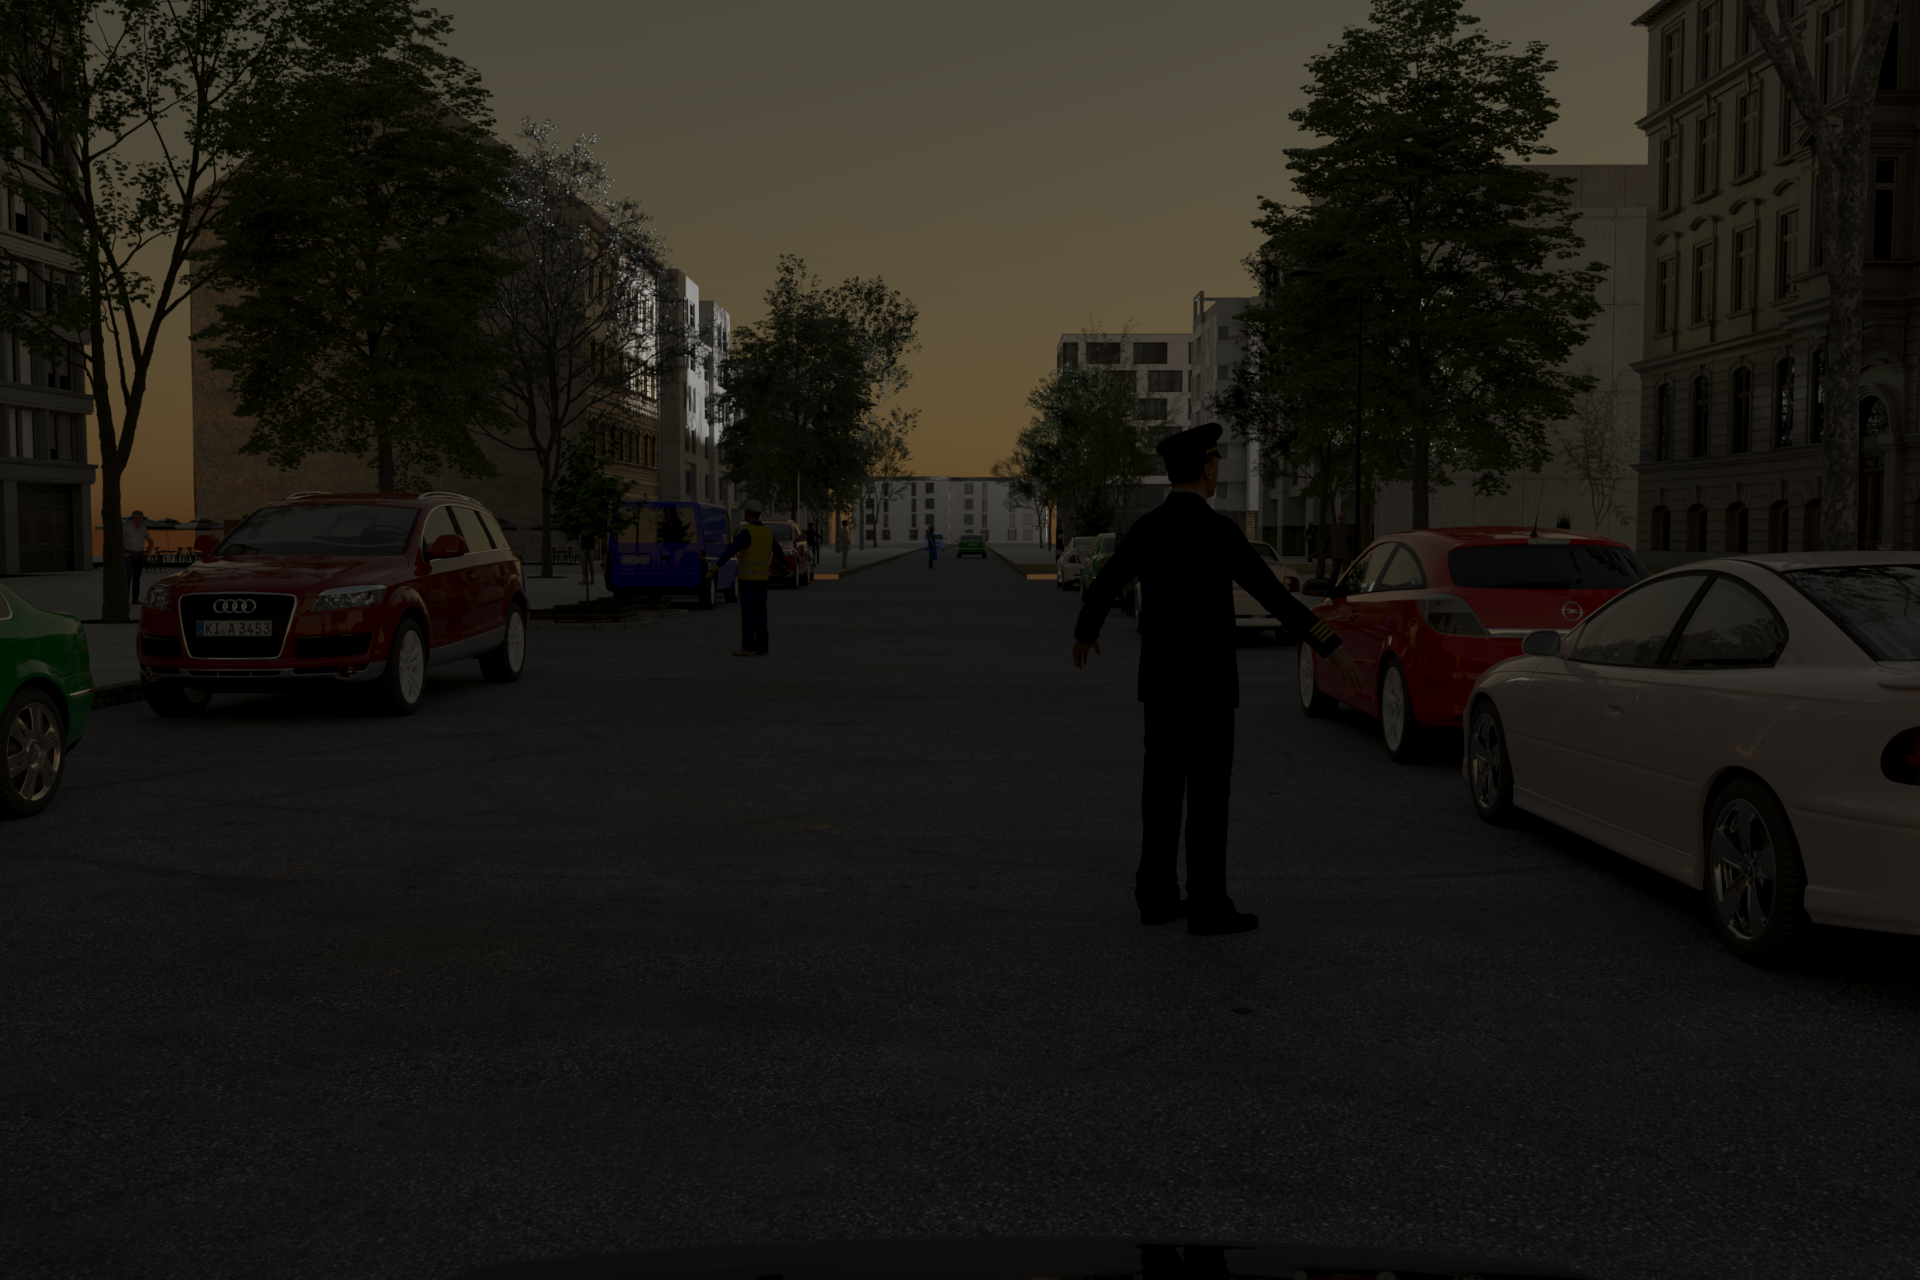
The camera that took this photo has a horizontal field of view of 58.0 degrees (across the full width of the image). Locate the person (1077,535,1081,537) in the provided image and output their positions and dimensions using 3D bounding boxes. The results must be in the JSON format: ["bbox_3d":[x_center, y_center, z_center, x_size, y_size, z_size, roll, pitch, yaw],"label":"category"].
[{"bbox_3d":[5.777,-4.450,78.890,1.348,1.813,0.705,-2,4,-34],"label":"person"}]

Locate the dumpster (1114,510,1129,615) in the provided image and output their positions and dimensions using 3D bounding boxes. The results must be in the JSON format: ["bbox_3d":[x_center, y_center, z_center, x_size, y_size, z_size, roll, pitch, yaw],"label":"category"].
[{"bbox_3d":[3.685,-1.407,31.224,1.865,1.857,1.264,0,4,1],"label":"dumpster"}]

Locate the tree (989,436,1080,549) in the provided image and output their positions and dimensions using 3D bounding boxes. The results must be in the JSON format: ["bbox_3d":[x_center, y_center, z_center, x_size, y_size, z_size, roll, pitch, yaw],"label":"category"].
[{"bbox_3d":[7.026,-13.313,152.081,8.767,10.594,7.601,-2,4,-28],"label":"tree"}]

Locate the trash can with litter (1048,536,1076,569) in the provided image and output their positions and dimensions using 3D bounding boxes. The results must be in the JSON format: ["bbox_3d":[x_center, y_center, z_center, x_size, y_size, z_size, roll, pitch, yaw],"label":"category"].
[{"bbox_3d":[4.079,-3.162,62.750,1.678,1.210,2.233,0,4,-2],"label":"trash can with litter"}]

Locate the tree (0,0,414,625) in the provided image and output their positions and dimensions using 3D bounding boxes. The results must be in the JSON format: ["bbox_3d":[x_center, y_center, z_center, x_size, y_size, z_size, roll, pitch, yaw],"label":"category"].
[{"bbox_3d":[-12.065,-6.054,24.744,9.928,11.665,9.643,0,3,0],"label":"tree"}]

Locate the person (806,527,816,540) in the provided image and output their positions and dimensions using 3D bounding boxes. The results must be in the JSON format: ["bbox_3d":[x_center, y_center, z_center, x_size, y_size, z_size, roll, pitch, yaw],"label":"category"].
[{"bbox_3d":[-7.090,-4.616,81.653,0.705,1.806,1.347,3,4,37],"label":"person"}]

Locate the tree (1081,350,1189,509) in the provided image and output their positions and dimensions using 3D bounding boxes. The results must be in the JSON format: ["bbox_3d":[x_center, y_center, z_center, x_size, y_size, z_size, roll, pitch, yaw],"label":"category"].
[{"bbox_3d":[6.377,-7.251,68.919,4.360,8.622,3.978,0,3,0],"label":"tree"}]

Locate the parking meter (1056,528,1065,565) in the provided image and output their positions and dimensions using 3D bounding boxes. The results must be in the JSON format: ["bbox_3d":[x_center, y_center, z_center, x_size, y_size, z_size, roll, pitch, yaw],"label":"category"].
[{"bbox_3d":[4.203,-3.931,72.690,0.372,1.533,0.369,0,3,0],"label":"parking meter"}]

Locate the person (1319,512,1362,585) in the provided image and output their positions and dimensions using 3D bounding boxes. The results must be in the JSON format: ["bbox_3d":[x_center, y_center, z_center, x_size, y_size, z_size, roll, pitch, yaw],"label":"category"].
[{"bbox_3d":[8.352,-1.916,37.918,0.990,1.755,0.434,3,4,38],"label":"person"}]

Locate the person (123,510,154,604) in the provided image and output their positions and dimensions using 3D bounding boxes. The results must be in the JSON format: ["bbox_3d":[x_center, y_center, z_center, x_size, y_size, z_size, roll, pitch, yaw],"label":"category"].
[{"bbox_3d":[-14.992,-1.501,31.524,0.436,1.711,0.756,3,5,43],"label":"person"}]

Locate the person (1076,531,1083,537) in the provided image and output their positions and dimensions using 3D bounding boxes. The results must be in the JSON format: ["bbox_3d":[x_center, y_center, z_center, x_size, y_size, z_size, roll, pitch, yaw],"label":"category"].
[{"bbox_3d":[6.038,-4.943,86.961,0.704,1.812,1.346,0,4,-2],"label":"person"}]

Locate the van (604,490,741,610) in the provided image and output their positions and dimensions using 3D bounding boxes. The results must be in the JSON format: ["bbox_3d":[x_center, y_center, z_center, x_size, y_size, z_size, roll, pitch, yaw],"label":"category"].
[{"bbox_3d":[-5.595,-1.841,34.485,2.240,2.365,5.245,0,3,0],"label":"van"}]

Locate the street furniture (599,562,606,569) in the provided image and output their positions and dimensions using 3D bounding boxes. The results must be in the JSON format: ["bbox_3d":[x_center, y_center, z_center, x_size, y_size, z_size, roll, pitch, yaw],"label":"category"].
[{"bbox_3d":[-11.363,-3.242,68.630,5.734,0.657,10.072,0,4,-3],"label":"street furniture"}]

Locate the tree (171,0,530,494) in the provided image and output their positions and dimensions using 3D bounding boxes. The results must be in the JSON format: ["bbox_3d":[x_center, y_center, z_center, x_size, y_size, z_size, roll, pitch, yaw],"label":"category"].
[{"bbox_3d":[-12.324,-7.206,35.940,7.486,12.596,7.792,0,3,0],"label":"tree"}]

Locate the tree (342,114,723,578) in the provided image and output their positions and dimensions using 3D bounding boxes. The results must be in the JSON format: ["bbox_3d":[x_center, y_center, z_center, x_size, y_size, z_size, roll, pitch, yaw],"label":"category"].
[{"bbox_3d":[-12.053,-8.563,50.367,12.009,13.543,11.850,0,3,0],"label":"tree"}]

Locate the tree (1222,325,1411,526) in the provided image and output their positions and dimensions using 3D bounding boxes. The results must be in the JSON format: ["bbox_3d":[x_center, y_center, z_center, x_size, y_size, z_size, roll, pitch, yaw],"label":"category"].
[{"bbox_3d":[15.293,-8.352,70.964,8.767,10.594,7.601,-2,4,-32],"label":"tree"}]

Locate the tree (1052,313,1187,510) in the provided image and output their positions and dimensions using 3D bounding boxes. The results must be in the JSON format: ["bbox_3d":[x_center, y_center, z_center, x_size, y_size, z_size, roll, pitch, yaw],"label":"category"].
[{"bbox_3d":[4.791,-6.614,58.497,4.360,8.622,3.978,0,3,0],"label":"tree"}]

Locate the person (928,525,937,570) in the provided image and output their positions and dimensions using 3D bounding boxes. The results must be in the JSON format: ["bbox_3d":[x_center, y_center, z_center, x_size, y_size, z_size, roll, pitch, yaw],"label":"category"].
[{"bbox_3d":[-1.116,-3.756,69.989,0.704,1.817,1.347,0,4,0],"label":"person"}]

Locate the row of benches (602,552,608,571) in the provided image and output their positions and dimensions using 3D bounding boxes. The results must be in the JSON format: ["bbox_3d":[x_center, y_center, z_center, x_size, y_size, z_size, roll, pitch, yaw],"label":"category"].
[{"bbox_3d":[-11.708,-2.680,59.284,1.422,0.672,4.104,-1,4,-18],"label":"row of benches"}]

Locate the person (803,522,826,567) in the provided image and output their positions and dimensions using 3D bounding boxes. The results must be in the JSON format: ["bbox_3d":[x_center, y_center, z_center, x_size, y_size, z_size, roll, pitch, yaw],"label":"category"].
[{"bbox_3d":[-5.761,-3.715,67.454,1.216,1.740,0.721,2,4,26],"label":"person"}]

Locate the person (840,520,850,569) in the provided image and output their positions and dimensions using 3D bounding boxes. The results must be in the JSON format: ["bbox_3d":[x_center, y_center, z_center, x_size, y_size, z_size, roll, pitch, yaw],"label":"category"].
[{"bbox_3d":[-4.242,-3.549,64.220,0.705,1.806,1.347,-1,4,-9],"label":"person"}]

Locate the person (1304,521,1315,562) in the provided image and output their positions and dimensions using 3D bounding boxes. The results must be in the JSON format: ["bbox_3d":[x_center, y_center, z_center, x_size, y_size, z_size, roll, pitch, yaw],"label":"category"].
[{"bbox_3d":[15.929,-4.449,78.521,0.705,1.856,1.354,1,4,16],"label":"person"}]

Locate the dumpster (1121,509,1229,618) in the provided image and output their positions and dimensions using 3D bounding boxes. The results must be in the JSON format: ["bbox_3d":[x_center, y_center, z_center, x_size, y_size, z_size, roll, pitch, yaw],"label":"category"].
[{"bbox_3d":[3.690,-1.324,29.856,1.865,1.857,1.264,0,4,1],"label":"dumpster"}]

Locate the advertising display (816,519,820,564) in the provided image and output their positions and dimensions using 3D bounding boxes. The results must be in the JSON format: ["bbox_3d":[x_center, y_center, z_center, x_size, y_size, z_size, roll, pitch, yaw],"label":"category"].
[{"bbox_3d":[-6.044,-4.194,73.779,0.123,1.923,0.974,0,4,-1],"label":"advertising display"}]

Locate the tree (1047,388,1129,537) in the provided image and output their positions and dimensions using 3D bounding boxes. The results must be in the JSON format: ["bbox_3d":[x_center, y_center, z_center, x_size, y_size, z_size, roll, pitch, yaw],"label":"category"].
[{"bbox_3d":[6.601,-8.265,85.499,4.737,8.622,4.395,0,3,0],"label":"tree"}]

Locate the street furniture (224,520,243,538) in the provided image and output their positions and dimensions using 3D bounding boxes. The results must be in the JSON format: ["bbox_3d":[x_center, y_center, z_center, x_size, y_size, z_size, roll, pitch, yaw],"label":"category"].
[{"bbox_3d":[-19.276,-2.904,54.327,11.010,1.723,9.812,0,4,4],"label":"street furniture"}]

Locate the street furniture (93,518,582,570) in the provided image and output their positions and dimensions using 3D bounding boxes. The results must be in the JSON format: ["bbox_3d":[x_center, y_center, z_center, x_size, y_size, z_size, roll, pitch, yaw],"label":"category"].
[{"bbox_3d":[-29.070,-3.808,67.290,27.439,1.986,14.083,0,4,1],"label":"street furniture"}]

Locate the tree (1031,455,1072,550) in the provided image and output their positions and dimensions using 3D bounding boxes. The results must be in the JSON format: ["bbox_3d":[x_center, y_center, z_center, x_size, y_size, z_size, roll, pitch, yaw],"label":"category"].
[{"bbox_3d":[7.113,-11.664,141.061,4.360,8.622,3.978,0,3,0],"label":"tree"}]

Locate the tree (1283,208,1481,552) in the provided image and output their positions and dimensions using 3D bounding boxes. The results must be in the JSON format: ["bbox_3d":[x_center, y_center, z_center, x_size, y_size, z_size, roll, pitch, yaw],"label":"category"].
[{"bbox_3d":[14.586,-8.702,60.407,7.486,12.596,7.792,0,3,0],"label":"tree"}]

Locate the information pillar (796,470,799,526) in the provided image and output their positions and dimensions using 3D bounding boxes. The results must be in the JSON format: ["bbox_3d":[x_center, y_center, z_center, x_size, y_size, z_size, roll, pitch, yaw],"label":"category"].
[{"bbox_3d":[-5.934,-4.400,63.302,0.183,3.616,0.504,0,3,0],"label":"information pillar"}]

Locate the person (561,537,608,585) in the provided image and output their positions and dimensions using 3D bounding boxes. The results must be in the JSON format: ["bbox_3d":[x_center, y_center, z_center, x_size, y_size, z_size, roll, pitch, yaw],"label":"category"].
[{"bbox_3d":[-9.464,-2.309,43.925,1.345,1.807,0.704,-3,5,-42],"label":"person"}]

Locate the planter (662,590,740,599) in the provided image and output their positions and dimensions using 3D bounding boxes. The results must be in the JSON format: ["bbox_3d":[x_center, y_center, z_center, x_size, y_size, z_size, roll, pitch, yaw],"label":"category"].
[{"bbox_3d":[-5.789,-1.102,39.150,1.991,0.319,1.994,0,4,1],"label":"planter"}]

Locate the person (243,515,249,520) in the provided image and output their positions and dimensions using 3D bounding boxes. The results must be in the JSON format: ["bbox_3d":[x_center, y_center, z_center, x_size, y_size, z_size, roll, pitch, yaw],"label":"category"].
[{"bbox_3d":[-19.630,-2.551,47.796,1.344,1.819,0.704,2,4,30],"label":"person"}]

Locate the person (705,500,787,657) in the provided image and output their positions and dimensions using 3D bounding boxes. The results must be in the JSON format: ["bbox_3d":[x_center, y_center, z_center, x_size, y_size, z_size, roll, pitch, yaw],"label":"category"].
[{"bbox_3d":[-2.453,-0.732,20.398,0.705,1.833,1.349,3,4,36],"label":"person"}]

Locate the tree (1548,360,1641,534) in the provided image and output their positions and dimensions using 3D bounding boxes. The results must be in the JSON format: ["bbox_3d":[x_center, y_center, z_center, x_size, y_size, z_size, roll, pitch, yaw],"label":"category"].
[{"bbox_3d":[27.030,-7.511,73.166,4.360,8.622,3.978,0,3,0],"label":"tree"}]

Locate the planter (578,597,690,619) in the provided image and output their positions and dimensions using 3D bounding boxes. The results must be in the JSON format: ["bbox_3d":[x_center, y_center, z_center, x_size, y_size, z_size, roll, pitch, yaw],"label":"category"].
[{"bbox_3d":[-5.793,-0.556,30.235,1.991,0.319,1.994,0,3,0],"label":"planter"}]

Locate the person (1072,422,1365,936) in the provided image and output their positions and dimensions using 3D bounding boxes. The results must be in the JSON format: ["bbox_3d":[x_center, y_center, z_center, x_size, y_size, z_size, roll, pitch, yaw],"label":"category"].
[{"bbox_3d":[0.853,0.128,6.307,0.705,1.837,1.347,-3,5,-41],"label":"person"}]

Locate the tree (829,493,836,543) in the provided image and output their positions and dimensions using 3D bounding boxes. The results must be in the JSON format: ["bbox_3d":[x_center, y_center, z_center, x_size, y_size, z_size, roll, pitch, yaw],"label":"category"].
[{"bbox_3d":[-18.332,-18.235,248.505,4.360,8.622,3.978,0,3,0],"label":"tree"}]
